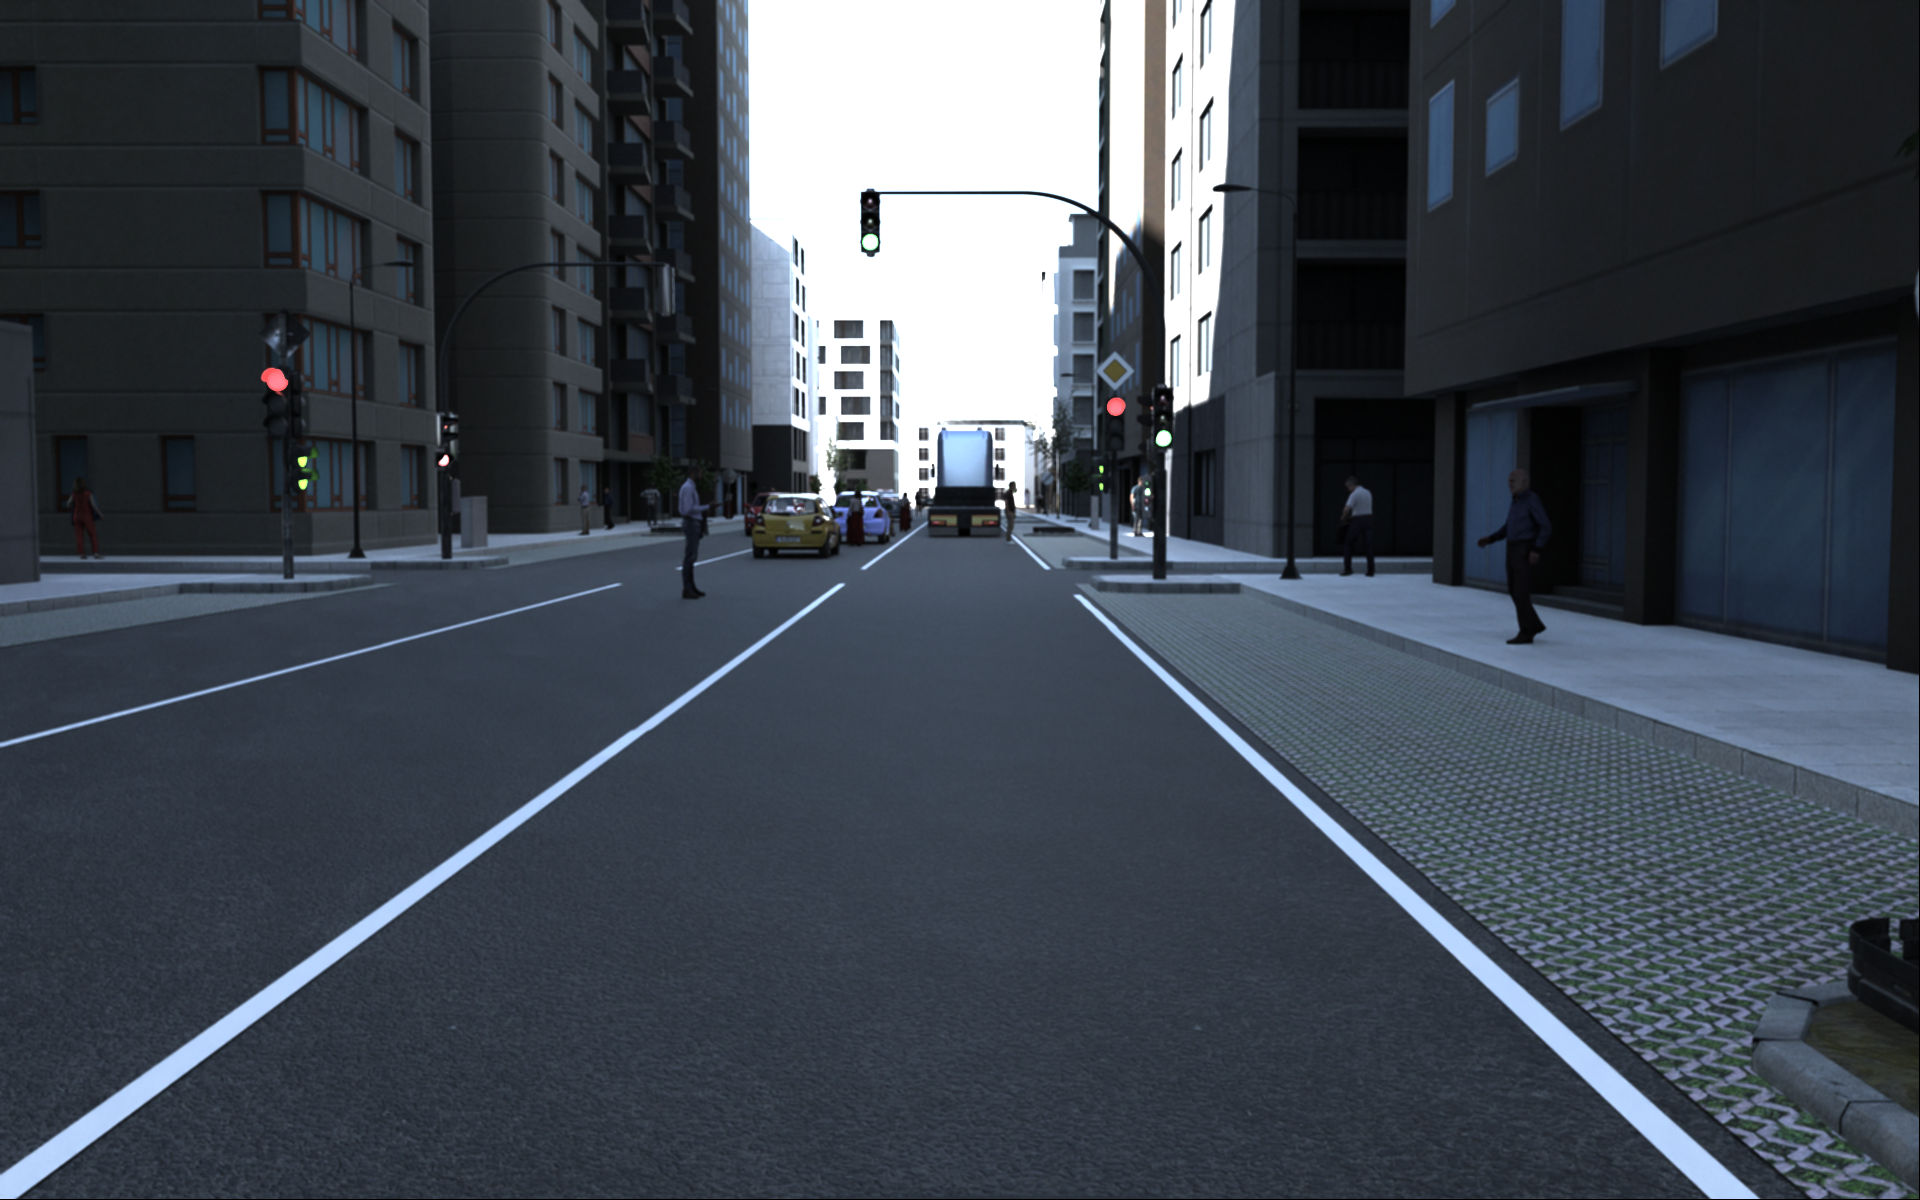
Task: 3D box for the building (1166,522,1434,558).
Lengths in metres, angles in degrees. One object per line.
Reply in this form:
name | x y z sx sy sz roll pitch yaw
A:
building | 16.582 -36.960 42.540 20.611 71.187 20.563 0 4 0

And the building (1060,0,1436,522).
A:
building | 16.593 -40.323 97.534 20.563 71.187 20.611 0 4 0

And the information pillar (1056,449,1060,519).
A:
information pillar | 5.129 -6.055 90.345 0.183 3.616 0.504 0 3 0

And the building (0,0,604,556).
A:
building | -27.166 -12.514 49.639 27.650 21.520 28.899 0 4 0

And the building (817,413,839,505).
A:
building | -26.913 -14.577 180.475 28.070 9.664 9.099 0 4 0

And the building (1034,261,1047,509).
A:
building | 21.069 -19.829 168.183 27.936 21.610 32.646 0 4 0

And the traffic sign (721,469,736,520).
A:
traffic sign | -11.646 -5.331 87.263 0.768 2.556 0.104 0 4 1

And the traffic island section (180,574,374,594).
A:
traffic island section | -10.192 -0.243 26.254 2.009 0.180 2.903 0 4 0

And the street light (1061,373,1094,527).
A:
street light | 4.571 -5.763 66.773 1.470 5.913 1.316 0 4 0

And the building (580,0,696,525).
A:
building | -24.207 -25.879 77.747 22.147 44.769 28.867 0 4 0

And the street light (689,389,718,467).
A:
street light | -11.429 -6.380 76.857 1.470 5.913 1.316 0 4 0

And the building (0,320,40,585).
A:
building | -23.836 -35.159 13.095 20.611 71.187 20.563 0 4 0

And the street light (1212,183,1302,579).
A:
street light | 4.470 -3.274 26.068 1.470 5.913 1.316 0 4 0

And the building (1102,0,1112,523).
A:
building | 13.605 -18.946 81.461 14.160 30.474 14.107 0 4 0

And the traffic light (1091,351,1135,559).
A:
traffic light | 3.019 -2.762 34.071 0.839 4.253 0.868 0 4 0

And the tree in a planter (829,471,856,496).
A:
tree in a planter | -9.458 -8.490 136.027 1.991 3.239 1.994 0 4 0

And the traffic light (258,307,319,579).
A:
traffic light | -10.152 -2.275 26.119 0.839 4.253 0.868 0 4 0

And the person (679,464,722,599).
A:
person | -3.577 -0.952 23.930 0.599 1.838 0.709 -1 4 -9

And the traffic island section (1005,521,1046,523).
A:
traffic island section | 3.255 -3.868 86.114 1.991 0.108 1.994 0 4 0

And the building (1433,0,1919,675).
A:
building | 13.370 -22.439 16.992 14.600 45.320 14.200 0 4 0

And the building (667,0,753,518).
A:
building | -19.862 -27.501 99.752 14.600 45.320 14.200 0 4 0

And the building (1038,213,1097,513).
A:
building | 13.966 -16.260 122.278 16.016 20.091 11.380 0 4 0

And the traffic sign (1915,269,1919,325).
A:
traffic sign | 4.628 -0.468 7.765 0.768 2.556 0.104 0 4 3

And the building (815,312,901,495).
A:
building | -23.720 -22.258 207.896 32.646 21.610 27.936 0 4 0

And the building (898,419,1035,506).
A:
building | 7.151 -15.674 198.421 28.070 9.664 9.099 0 4 0

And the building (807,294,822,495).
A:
building | -20.976 -18.572 160.064 16.016 20.091 11.380 0 4 0

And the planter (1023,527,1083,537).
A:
planter | 3.144 -2.306 58.843 1.991 0.319 1.994 0 4 0

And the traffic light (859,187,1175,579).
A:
traffic light | 0.897 -3.137 25.953 4.771 5.953 1.251 0 4 0

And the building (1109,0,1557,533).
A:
building | 13.326 -25.491 66.881 14.600 45.320 14.200 0 4 0

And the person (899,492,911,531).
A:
person | -2.125 -3.390 66.402 0.523 1.526 0.387 3 4 37

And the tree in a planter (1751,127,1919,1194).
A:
tree in a planter | 2.942 -0.401 3.782 1.991 3.239 1.994 0 4 0

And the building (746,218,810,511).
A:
building | -26.409 -17.265 126.264 27.936 21.610 32.646 0 4 0

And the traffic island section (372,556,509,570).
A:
traffic island section | -10.163 -0.731 34.239 2.009 0.180 2.903 0 4 0

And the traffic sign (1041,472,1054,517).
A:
traffic sign | 4.967 -6.024 98.597 0.768 2.556 0.104 0 4 6

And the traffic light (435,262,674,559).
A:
traffic light | -8.030 -3.637 34.131 4.771 5.953 1.251 0 4 0

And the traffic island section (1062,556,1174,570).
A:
traffic island section | 3.059 -0.728 34.185 2.009 0.180 2.903 0 4 0

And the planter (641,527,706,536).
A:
planter | -9.753 -2.332 59.273 1.991 0.319 1.994 0 4 0

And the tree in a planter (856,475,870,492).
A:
tree in a planter | -9.351 -10.178 163.638 1.991 3.239 1.994 0 4 0

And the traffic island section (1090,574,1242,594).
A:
traffic island section | 3.029 -0.240 26.200 2.009 0.180 2.903 0 4 0

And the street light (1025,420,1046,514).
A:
street light | 4.811 -8.341 108.919 1.470 5.913 1.316 0 4 0

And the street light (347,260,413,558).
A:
street light | -11.557 -3.793 34.561 1.470 5.913 1.316 0 4 0
